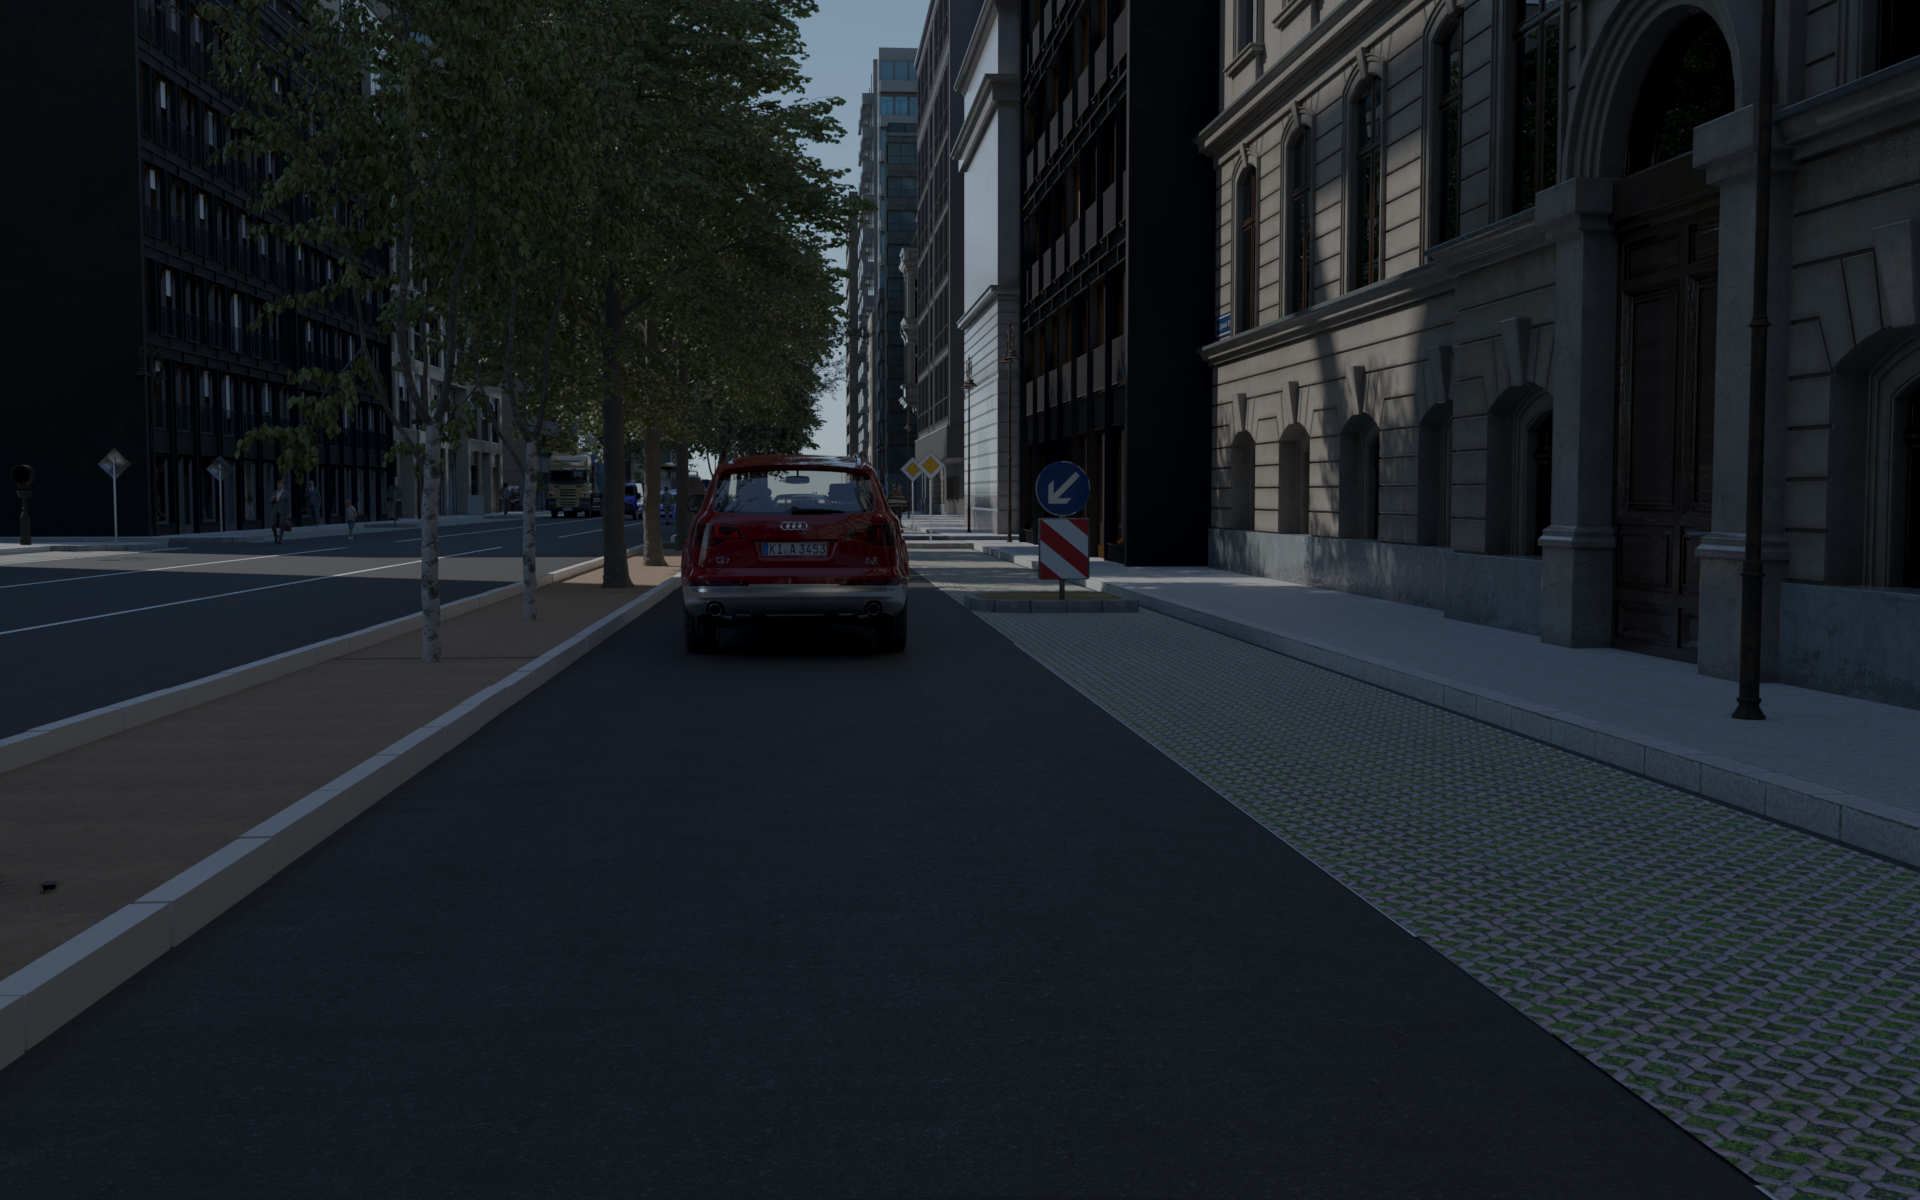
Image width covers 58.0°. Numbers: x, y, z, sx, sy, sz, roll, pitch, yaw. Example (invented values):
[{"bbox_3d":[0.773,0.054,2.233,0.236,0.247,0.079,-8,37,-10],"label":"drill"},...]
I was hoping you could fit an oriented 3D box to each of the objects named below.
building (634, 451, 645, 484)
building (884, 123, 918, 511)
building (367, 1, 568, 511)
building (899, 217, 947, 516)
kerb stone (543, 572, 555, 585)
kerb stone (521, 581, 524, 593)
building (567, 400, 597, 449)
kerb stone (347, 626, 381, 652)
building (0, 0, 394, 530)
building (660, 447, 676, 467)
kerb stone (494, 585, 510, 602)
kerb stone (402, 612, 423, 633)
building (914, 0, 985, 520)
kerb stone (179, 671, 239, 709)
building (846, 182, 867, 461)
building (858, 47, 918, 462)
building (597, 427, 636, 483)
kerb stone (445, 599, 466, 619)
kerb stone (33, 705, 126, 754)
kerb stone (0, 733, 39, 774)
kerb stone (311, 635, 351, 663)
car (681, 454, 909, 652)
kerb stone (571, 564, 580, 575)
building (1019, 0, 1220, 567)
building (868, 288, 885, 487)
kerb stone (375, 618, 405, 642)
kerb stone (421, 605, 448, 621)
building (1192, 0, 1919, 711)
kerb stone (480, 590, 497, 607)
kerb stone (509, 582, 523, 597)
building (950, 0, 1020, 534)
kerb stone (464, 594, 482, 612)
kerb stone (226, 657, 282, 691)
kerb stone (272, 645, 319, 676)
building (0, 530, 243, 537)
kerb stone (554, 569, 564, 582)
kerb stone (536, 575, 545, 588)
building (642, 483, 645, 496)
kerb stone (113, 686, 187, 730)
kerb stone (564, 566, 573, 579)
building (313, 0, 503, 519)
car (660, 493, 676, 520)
[{"bbox_3d":[-47.245,-34.656,216.735,14.600,45.320,14.200,0,4,-5],"label":"building"},{"bbox_3d":[0.914,-22.431,138.454,14.160,30.474,14.107,0,4,-5],"label":"building"},{"bbox_3d":[-43.526,-31.384,136.828,21.300,48.544,21.600,0,4,-5],"label":"building"},{"bbox_3d":[3.376,-17.900,111.750,14.460,24.649,34.723,0,4,-5],"label":"building"},{"bbox_3d":[-6.556,-0.309,27.255,0.120,0.150,1.000,0,4,-5],"label":"kerb stone"},{"bbox_3d":[-6.372,-0.183,25.219,0.120,0.150,1.000,0,4,-5],"label":"kerb stone"},{"bbox_3d":[-45.732,-51.988,162.671,22.319,86.520,31.000,0,4,-5],"label":"building"},{"bbox_3d":[-5.569,0.381,16.024,0.120,0.150,1.000,0,4,-5],"label":"kerb stone"},{"bbox_3d":[-32.777,-14.987,74.712,12.332,23.373,15.834,0,4,-5],"label":"building"},{"bbox_3d":[-56.605,-25.550,262.776,27.650,21.520,28.899,0,4,-5],"label":"building"},{"bbox_3d":[-6.200,-0.060,23.182,0.120,0.150,1.000,0,4,-5],"label":"kerb stone"},{"bbox_3d":[-5.755,0.256,18.067,0.120,0.150,1.000,0,4,-5],"label":"kerb stone"},{"bbox_3d":[5.627,-17.670,82.404,14.314,27.812,24.014,0,4,-5],"label":"building"},{"bbox_3d":[-5.220,0.632,11.946,0.120,0.150,1.000,0,4,-5],"label":"kerb stone"},{"bbox_3d":[-6.388,-39.105,263.067,21.300,48.544,21.600,0,4,-5],"label":"building"},{"bbox_3d":[0.176,-34.900,190.218,23.786,49.044,30.456,0,4,-5],"label":"building"},{"bbox_3d":[-43.029,-25.414,187.212,14.160,30.474,14.107,0,4,-5],"label":"building"},{"bbox_3d":[-5.925,0.127,20.114,0.120,0.150,1.000,0,4,-5],"label":"kerb stone"},{"bbox_3d":[-5.046,0.752,9.905,0.120,0.150,1.000,0,4,-5],"label":"kerb stone"},{"bbox_3d":[-4.947,0.818,8.888,0.120,0.150,1.000,0,4,-5],"label":"kerb stone"},{"bbox_3d":[-5.491,0.440,15.005,0.120,0.150,1.000,0,4,-5],"label":"kerb stone"},{"bbox_3d":[-1.618,-0.526,17.273,2.281,1.827,5.304,0,4,-5],"label":"car"},{"bbox_3d":[-6.825,-0.492,30.316,0.120,0.150,1.000,0,4,-5],"label":"kerb stone"},{"bbox_3d":[8.379,-12.755,38.229,12.332,23.373,15.834,0,4,-5],"label":"building"},{"bbox_3d":[5.788,-19.310,160.763,27.650,21.520,28.899,0,4,-5],"label":"building"},{"bbox_3d":[-5.663,0.316,17.042,0.120,0.150,1.000,0,4,-5],"label":"kerb stone"},{"bbox_3d":[-5.842,0.190,19.087,0.120,0.150,1.000,0,4,-5],"label":"kerb stone"},{"bbox_3d":[10.927,-11.865,13.085,14.460,24.649,34.723,0,4,-5],"label":"building"},{"bbox_3d":[-6.108,0.007,22.161,0.120,0.150,1.000,0,4,-5],"label":"kerb stone"},{"bbox_3d":[-6.290,-0.115,24.200,0.120,0.150,1.000,0,4,-5],"label":"kerb stone"},{"bbox_3d":[12.174,-13.415,61.137,24.055,21.916,13.314,0,4,-5],"label":"building"},{"bbox_3d":[-6.025,0.066,21.136,0.120,0.150,1.000,0,4,-5],"label":"kerb stone"},{"bbox_3d":[-5.309,0.565,12.964,0.120,0.150,1.000,0,4,-5],"label":"kerb stone"},{"bbox_3d":[-5.401,0.502,13.986,0.120,0.150,1.000,0,4,-5],"label":"kerb stone"},{"bbox_3d":[-31.143,-14.001,58.594,12.332,23.373,15.834,0,4,-5],"label":"building"},{"bbox_3d":[-6.633,-0.369,28.275,0.120,0.150,1.000,0,4,-5],"label":"kerb stone"},{"bbox_3d":[-6.462,-0.246,26.237,0.120,0.150,1.000,0,4,-5],"label":"kerb stone"},{"bbox_3d":[-56.488,-33.262,235.720,32.217,40.220,23.993,0,4,-5],"label":"building"},{"bbox_3d":[-5.134,0.689,10.927,0.120,0.150,1.000,0,4,-5],"label":"kerb stone"},{"bbox_3d":[-6.722,-0.434,29.293,0.120,0.150,1.000,0,4,-5],"label":"kerb stone"},{"bbox_3d":[-39.118,-18.018,99.109,19.350,26.468,34.151,0,4,-5],"label":"building"},{"bbox_3d":[-14.463,-4.654,85.681,1.945,1.707,3.694,0,4,-6],"label":"car"}]
